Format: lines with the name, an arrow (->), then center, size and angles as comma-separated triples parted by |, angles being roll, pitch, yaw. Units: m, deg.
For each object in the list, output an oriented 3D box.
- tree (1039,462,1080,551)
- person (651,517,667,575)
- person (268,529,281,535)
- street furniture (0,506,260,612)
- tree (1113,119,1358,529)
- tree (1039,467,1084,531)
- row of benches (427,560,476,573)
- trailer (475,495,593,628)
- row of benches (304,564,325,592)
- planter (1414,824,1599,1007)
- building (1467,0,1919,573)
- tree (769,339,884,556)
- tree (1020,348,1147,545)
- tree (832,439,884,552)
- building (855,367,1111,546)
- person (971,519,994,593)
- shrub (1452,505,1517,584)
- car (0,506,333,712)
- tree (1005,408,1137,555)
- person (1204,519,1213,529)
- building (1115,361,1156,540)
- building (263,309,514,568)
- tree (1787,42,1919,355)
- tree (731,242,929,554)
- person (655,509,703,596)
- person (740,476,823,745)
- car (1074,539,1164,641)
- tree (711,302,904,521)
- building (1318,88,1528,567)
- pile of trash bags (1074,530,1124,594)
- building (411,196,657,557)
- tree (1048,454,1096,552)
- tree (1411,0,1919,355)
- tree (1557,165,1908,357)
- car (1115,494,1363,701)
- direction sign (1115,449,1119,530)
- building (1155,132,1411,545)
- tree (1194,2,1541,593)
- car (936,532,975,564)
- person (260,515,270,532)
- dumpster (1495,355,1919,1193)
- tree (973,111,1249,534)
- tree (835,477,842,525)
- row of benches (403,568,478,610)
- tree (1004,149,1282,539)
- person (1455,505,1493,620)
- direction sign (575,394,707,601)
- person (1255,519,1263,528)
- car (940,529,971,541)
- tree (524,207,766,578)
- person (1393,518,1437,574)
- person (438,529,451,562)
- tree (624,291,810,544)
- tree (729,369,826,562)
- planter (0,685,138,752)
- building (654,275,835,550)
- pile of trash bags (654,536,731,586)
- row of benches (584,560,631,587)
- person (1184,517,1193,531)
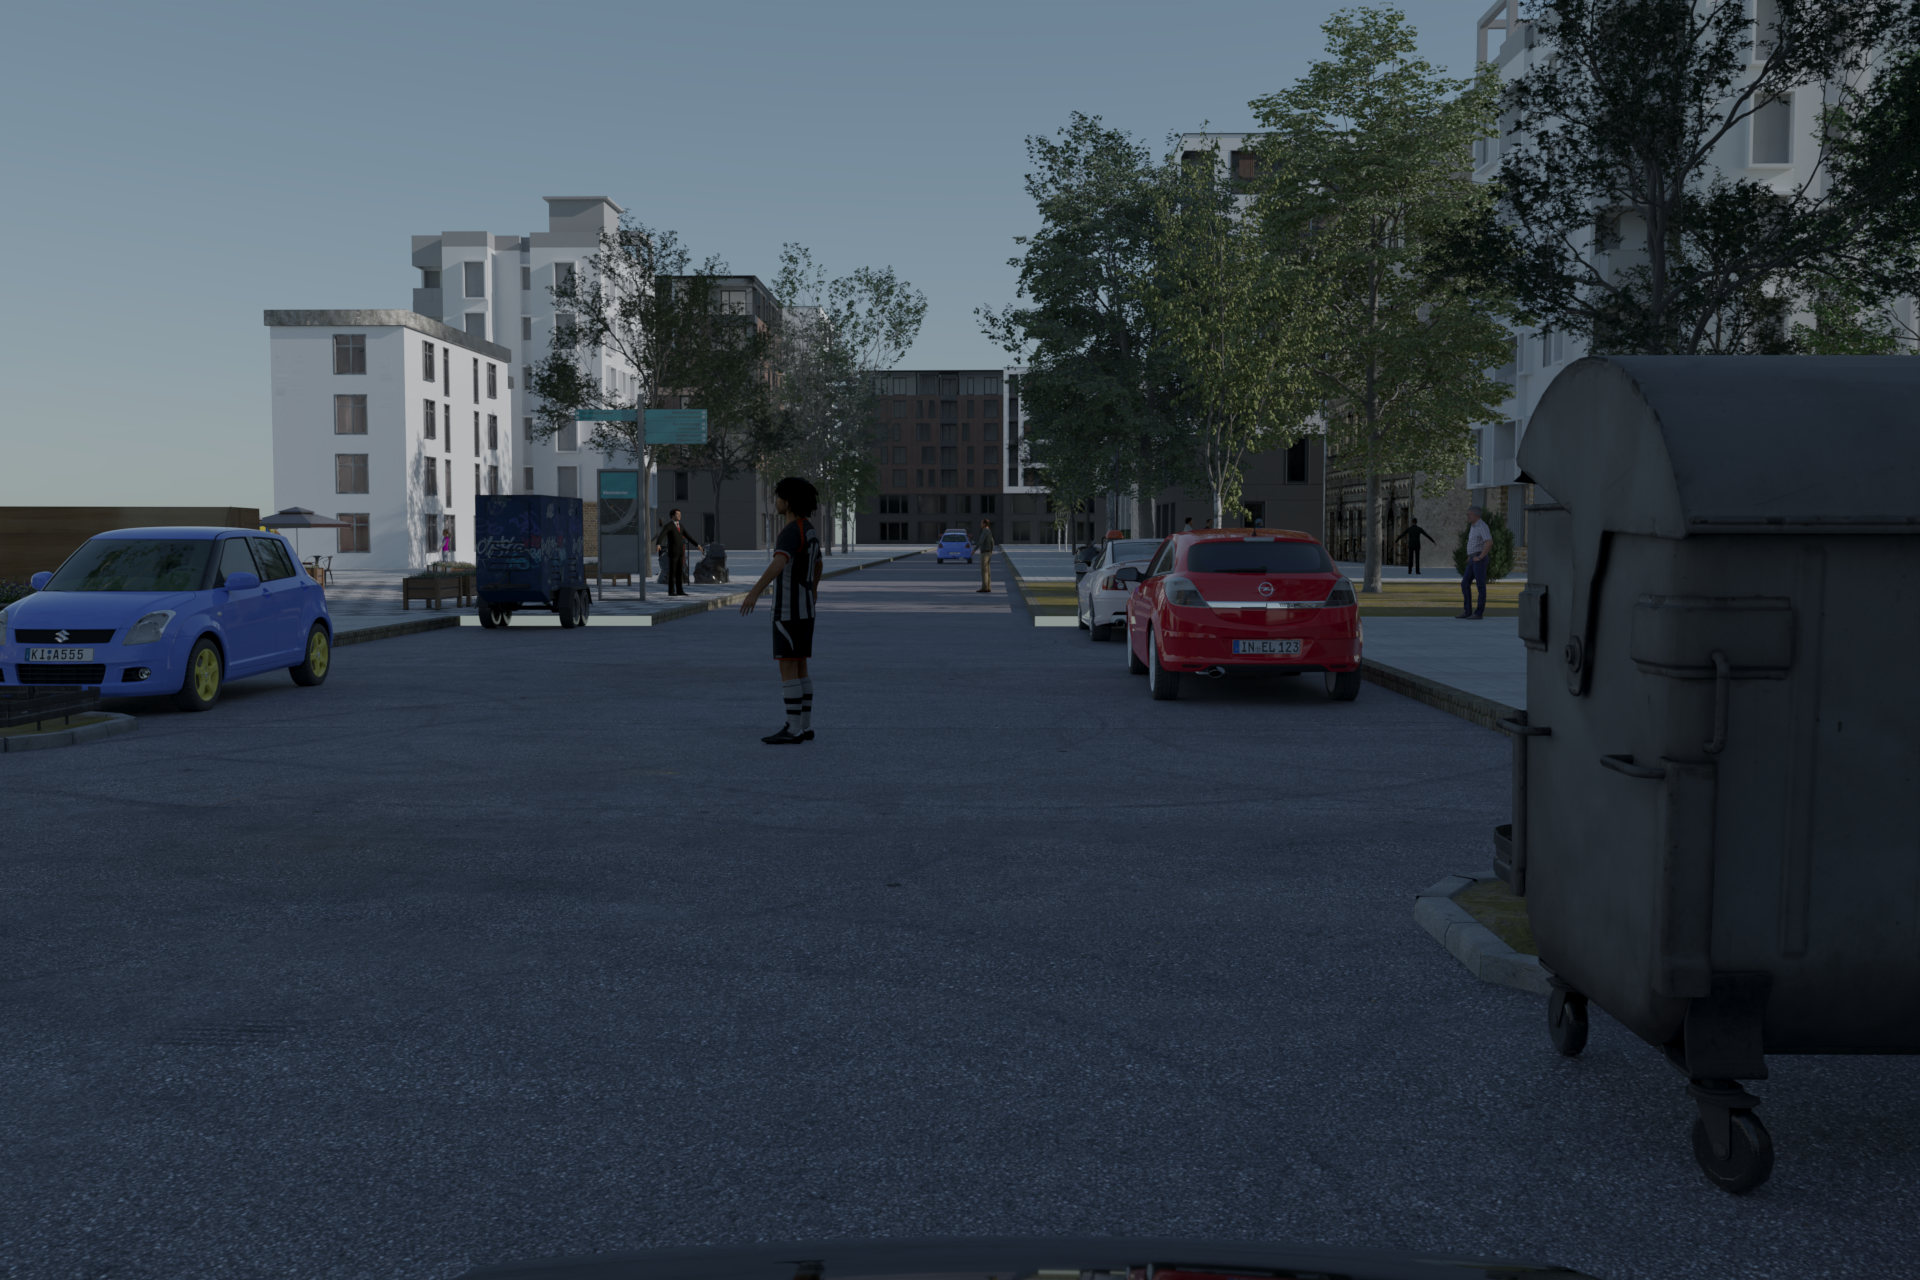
tree -> 7.848, -11.197, 133.436 | 4.737, 8.622, 4.395 | 0, 3, 0
person -> -9.245, -2.913, 53.762 | 0.705, 1.813, 1.348 | -3, 5, -44
person -> -22.911, -3.149, 57.258 | 0.705, 1.858, 1.354 | 3, 5, 40
street furniture -> -15.992, -1.343, 28.811 | 9.812, 1.723, 11.010 | -1, 4, -10
tree -> 4.977, -4.976, 31.724 | 4.737, 8.622, 4.395 | 0, 3, 0
tree -> 7.759, -10.437, 121.013 | 4.737, 8.622, 4.395 | 0, 3, 0
row of benches -> -11.634, -1.485, 39.740 | 1.422, 0.672, 4.104 | -2, 4, -24
trailer -> -6.541, -1.151, 25.865 | 1.471, 1.999, 3.904 | 0, 4, 1
row of benches -> -16.056, -1.362, 37.733 | 4.104, 0.672, 1.422 | 0, 4, -7
planter -> 2.672, 0.925, 6.024 | 1.991, 0.319, 1.994 | 0, 4, 1
building -> 23.674, -12.540, 61.446 | 16.016, 20.090, 11.380 | 0, 4, 2
tree -> -8.143, -11.212, 101.435 | 7.486, 12.596, 7.792 | 0, 3, 0
tree -> 6.954, -10.404, 95.860 | 9.928, 11.665, 9.643 | 0, 3, 0
tree -> -7.755, -10.570, 123.178 | 4.360, 8.622, 3.978 | 0, 3, 0
building -> 3.785, -23.105, 224.192 | 32.646, 21.610, 27.936 | 0, 4, 3
person -> 0.597, -2.067, 42.530 | 0.705, 1.796, 1.348 | 1, 4, 21
shrub -> 13.537, -2.486, 44.687 | 1.661, 2.075, 1.752 | 0, 3, 0
car -> -6.901, -0.337, 15.100 | 1.945, 1.707, 3.694 | 0, 4, 1
tree -> 7.007, -10.479, 105.742 | 8.767, 10.594, 7.601 | 0, 3, 0
person -> 8.764, -3.340, 60.741 | 0.704, 1.812, 1.346 | 3, 5, 40
building -> 25.482, -19.449, 184.455 | 16.747, 18.905, 31.486 | 0, 4, 1
building -> -24.928, -8.365, 78.917 | 9.099, 9.664, 28.070 | 0, 4, 1
tree -> 20.107, -6.602, 33.702 | 9.928, 11.665, 9.643 | 0, 3, 0
tree -> -8.755, -15.761, 113.583 | 12.611, 20.169, 13.585 | 0, 3, 0
person -> -5.855, -1.811, 35.803 | 0.705, 1.806, 1.347 | 2, 4, 34
person -> -1.169, -0.202, 11.911 | 0.704, 1.843, 1.345 | 1, 4, 14
car -> 2.682, -0.744, 24.521 | 2.083, 1.381, 4.827 | 0, 4, 1
tree -> -8.073, -11.077, 91.482 | 12.009, 13.543, 11.850 | 0, 3, 0
building -> 26.875, -14.927, 74.982 | 19.493, 23.208, 18.063 | 0, 4, 1
pile of trash bags -> 3.386, -1.672, 37.082 | 1.912, 1.369, 3.447 | 0, 4, 0
building -> -24.664, -14.801, 98.422 | 16.016, 20.090, 11.380 | 0, 4, 1
tree -> 7.568, -10.791, 126.788 | 4.360, 8.622, 3.978 | 0, 3, 0
tree -> 9.393, -5.360, 22.041 | 7.601, 10.594, 8.767 | -1, 4, -23
tree -> 19.620, -6.659, 43.294 | 8.767, 10.594, 7.601 | 0, 4, -1
car -> 2.577, -0.450, 16.396 | 2.155, 1.783, 4.494 | 0, 4, 1
direction sign -> 4.197, -3.323, 46.334 | 0.379, 3.537, 0.876 | 0, 4, 2
building -> 25.566, -15.946, 104.696 | 27.936, 21.610, 32.646 | 0, 4, 1
tree -> 8.958, -7.347, 38.243 | 7.486, 12.596, 7.792 | 0, 3, 0
car -> -0.236, -4.579, 84.450 | 1.945, 1.707, 3.694 | 0, 4, 1
person -> -16.478, -2.086, 40.572 | 1.216, 1.772, 0.721 | -3, 5, -40
dumpster -> 2.381, 0.244, 4.229 | 1.865, 1.857, 1.264 | 0, 4, 1
tree -> 6.969, -13.486, 76.382 | 12.611, 20.169, 13.585 | 0, 3, 0
tree -> -19.147, -19.399, 223.836 | 9.857, 13.997, 8.962 | 0, 3, 0
row of benches -> -8.912, -0.950, 31.001 | 1.422, 0.672, 4.104 | 0, 4, 5
tree -> 6.003, -9.163, 56.475 | 9.857, 13.997, 8.962 | 0, 3, 0
person -> 7.710, -1.163, 26.000 | 0.436, 1.711, 0.756 | 0, 4, 5
direction sign -> -6.068, -2.747, 33.673 | 2.525, 3.948, 1.411 | 0, 4, 2
person -> 10.492, -3.336, 60.662 | 0.704, 1.817, 1.347 | -1, 4, -12
car -> -0.307, -7.145, 125.501 | 2.281, 1.827, 5.304 | 0, 4, 1
tree -> -9.433, -7.103, 50.539 | 8.767, 10.594, 7.601 | 2, 4, 35
person -> 14.465, -2.990, 55.115 | 1.346, 1.802, 0.704 | 2, 4, 23
person -> -15.345, -2.580, 51.444 | 0.599, 1.433, 0.991 | 0, 4, -5
tree -> -9.447, -8.012, 65.413 | 8.767, 10.594, 7.601 | 2, 4, 34
tree -> -8.896, -7.816, 78.160 | 4.360, 8.622, 3.978 | 0, 3, 0
planter -> -7.015, 0.547, 12.204 | 1.991, 0.319, 1.994 | 0, 4, 1
building -> -26.396, -18.921, 153.340 | 27.936, 21.610, 32.646 | 0, 4, 1
pile of trash bags -> -6.963, -2.122, 44.448 | 1.912, 1.369, 3.447 | 0, 4, 1
row of benches -> -10.040, -1.710, 43.416 | 4.104, 0.672, 1.422 | 2, 4, 30
person -> 7.217, -2.951, 54.436 | 0.705, 1.806, 1.347 | 0, 4, 2
